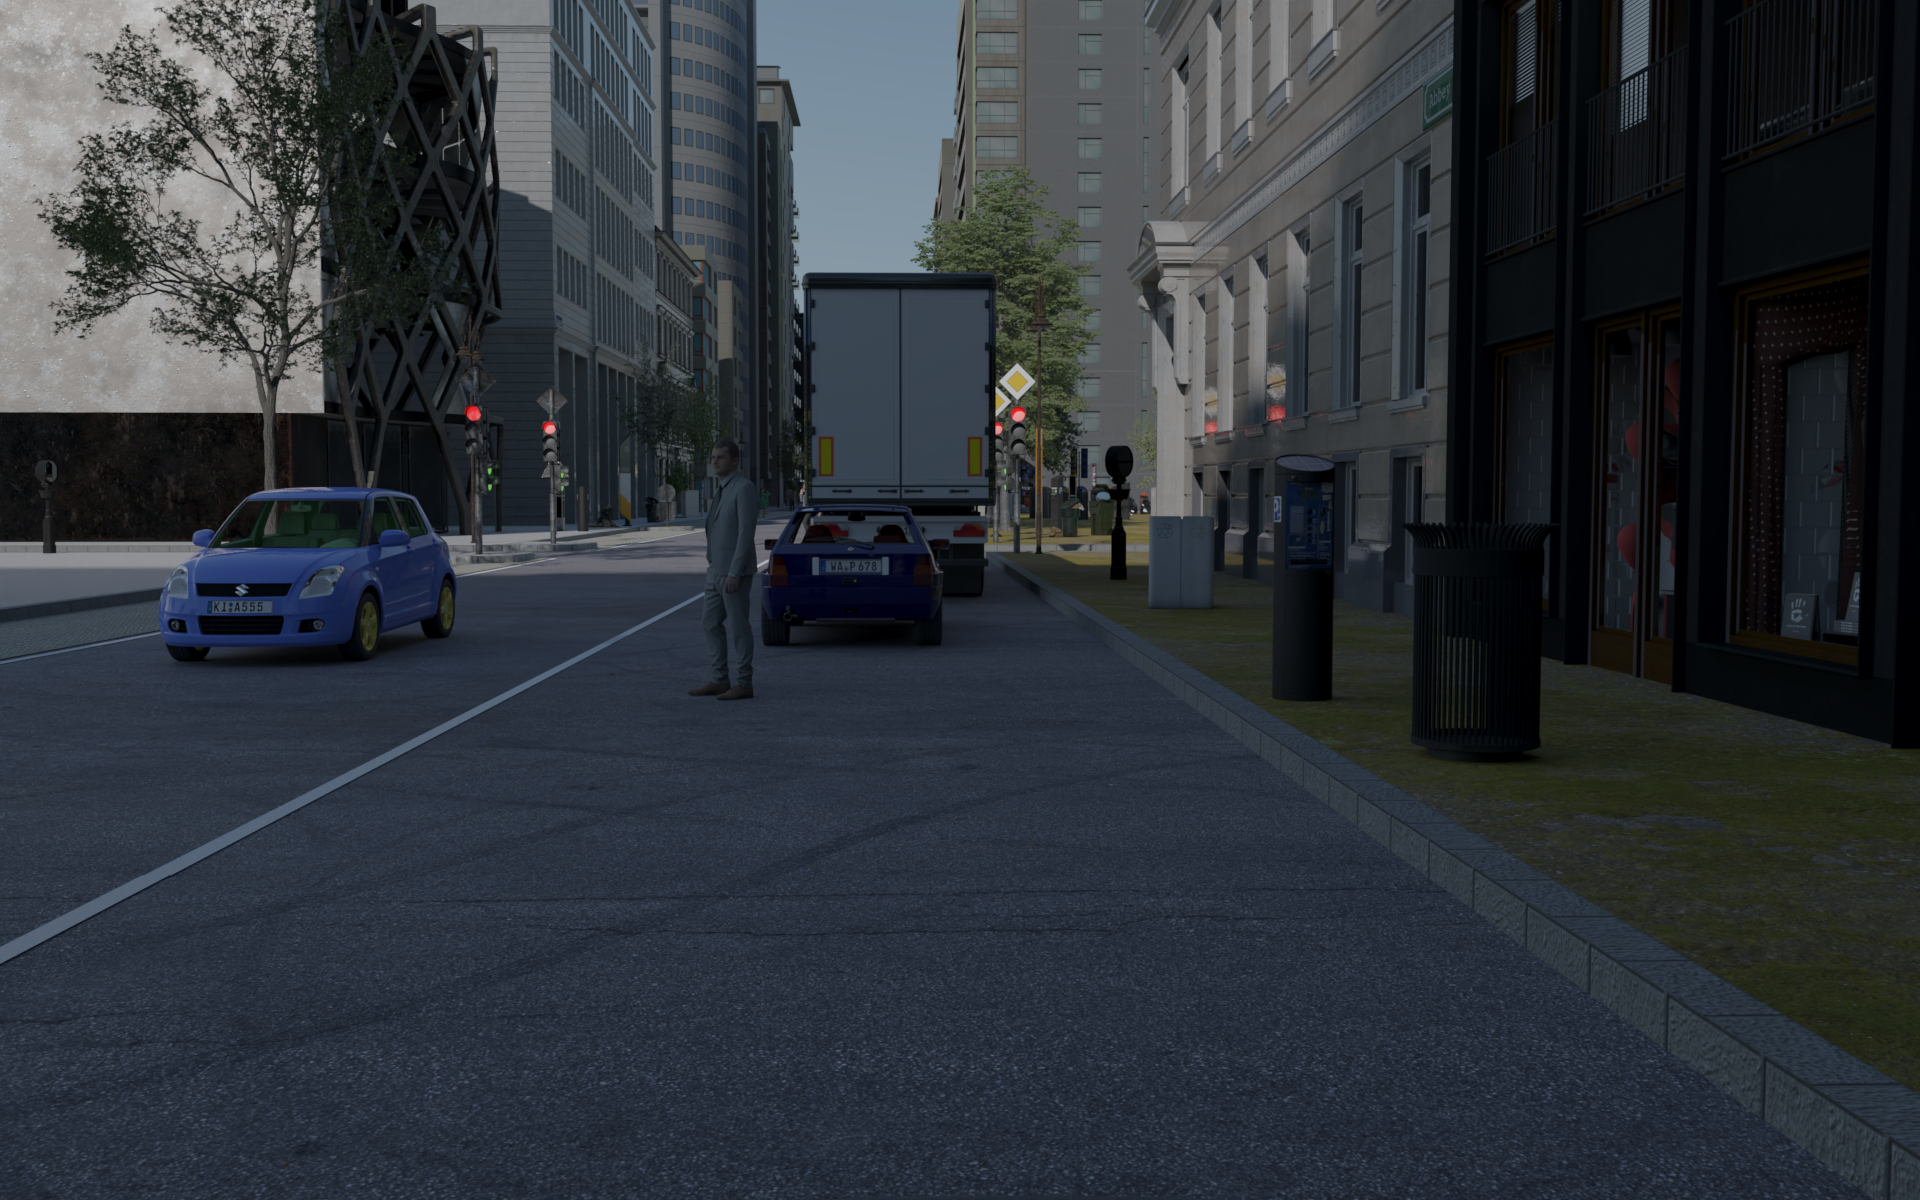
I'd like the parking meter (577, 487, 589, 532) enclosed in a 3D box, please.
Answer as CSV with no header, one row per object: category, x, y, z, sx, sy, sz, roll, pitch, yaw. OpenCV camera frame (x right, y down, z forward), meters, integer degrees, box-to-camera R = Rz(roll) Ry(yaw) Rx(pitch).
parking meter,-12.927,-3.116,59.350,0.372,1.533,0.369,0,3,0

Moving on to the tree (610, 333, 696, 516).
tree,-13.819,-7.862,78.899,4.360,8.622,3.978,0,3,0

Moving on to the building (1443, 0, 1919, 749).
building,10.810,-10.865,7.321,12.332,23.373,15.834,0,4,-2

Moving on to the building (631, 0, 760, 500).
building,-30.624,-37.954,162.550,21.231,58.520,28.212,0,4,-2

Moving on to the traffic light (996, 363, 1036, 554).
traffic light,1.209,-2.957,37.274,0.839,4.253,0.868,0,4,-2

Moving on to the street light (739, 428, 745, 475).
street light,-15.305,-9.096,121.503,0.468,5.910,1.993,0,4,-2

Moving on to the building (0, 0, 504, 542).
building,-23.333,-11.412,54.036,16.820,18.784,16.811,0,4,-2

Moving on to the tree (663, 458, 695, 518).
tree,-15.054,-6.019,93.012,1.663,3.219,1.824,0,3,0

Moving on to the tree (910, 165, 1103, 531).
tree,1.335,-8.689,60.200,7.486,12.596,7.792,0,3,0

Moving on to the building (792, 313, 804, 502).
building,-30.026,-30.547,271.150,14.160,30.474,14.107,0,4,-2

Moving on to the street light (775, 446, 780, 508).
street light,-16.749,-11.418,159.464,0.468,5.910,1.993,0,4,-2

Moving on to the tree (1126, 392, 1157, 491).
tree,13.617,-10.259,118.094,4.737,8.622,4.395,0,3,0

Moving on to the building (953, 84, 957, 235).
building,10.682,-34.222,179.130,23.786,49.044,30.456,0,4,-2

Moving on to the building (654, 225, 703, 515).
building,-22.415,-14.916,108.501,10.561,19.102,19.286,0,4,-2

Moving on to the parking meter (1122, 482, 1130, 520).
parking meter,8.204,-4.904,85.893,0.399,1.863,0.255,2,4,24

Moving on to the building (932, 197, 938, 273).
building,7.156,-36.454,250.650,22.147,44.769,28.867,0,4,-2

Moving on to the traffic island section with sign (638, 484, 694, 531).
traffic island section with sign,-11.404,-3.595,67.400,1.989,1.847,2.006,0,4,-2

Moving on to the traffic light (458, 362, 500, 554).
traffic light,-10.244,-2.931,36.844,0.839,4.253,0.868,0,4,-2

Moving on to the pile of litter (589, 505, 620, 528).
pile of litter,-13.811,-3.236,66.870,1.176,0.858,1.719,-3,4,-36

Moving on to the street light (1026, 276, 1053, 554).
street light,1.689,-3.923,36.927,0.468,5.910,1.993,0,4,-2

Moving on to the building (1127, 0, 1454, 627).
building,10.525,-14.630,25.101,13.634,28.700,20.117,0,4,-2

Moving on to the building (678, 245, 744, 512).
building,-32.011,-17.699,134.423,27.650,21.520,28.899,0,4,-2

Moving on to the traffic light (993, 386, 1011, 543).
traffic light,0.920,-3.445,45.254,0.839,4.253,0.868,0,4,-2

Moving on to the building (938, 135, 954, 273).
building,8.036,-36.796,225.311,21.300,48.544,21.600,0,4,-2

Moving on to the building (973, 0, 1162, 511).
building,7.934,-27.637,135.452,14.154,41.232,14.086,0,4,-2

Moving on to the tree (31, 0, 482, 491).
tree,-12.182,-5.831,29.754,8.767,10.594,7.601,1,4,17

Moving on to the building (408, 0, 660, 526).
building,-22.160,-18.708,83.376,11.434,29.767,29.804,0,4,-2

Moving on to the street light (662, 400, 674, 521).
street light,-13.965,-6.719,82.637,0.468,5.910,1.993,0,4,-2

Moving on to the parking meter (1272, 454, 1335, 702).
parking meter,2.150,-0.149,10.839,0.372,1.533,0.369,0,3,0

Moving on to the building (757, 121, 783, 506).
building,-26.448,-30.627,184.352,14.154,41.232,14.086,0,4,-2

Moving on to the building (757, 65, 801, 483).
building,-34.898,-38.438,217.707,28.713,52.752,27.495,0,4,-2

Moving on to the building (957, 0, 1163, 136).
building,10.712,-32.382,153.150,21.300,48.544,21.600,0,4,-2

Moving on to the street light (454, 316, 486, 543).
street light,-12.676,-4.416,44.991,0.468,5.910,1.993,0,4,-2

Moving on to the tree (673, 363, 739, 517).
tree,-14.592,-9.026,97.935,4.737,8.622,4.395,0,3,0

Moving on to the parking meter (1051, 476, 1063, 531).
parking meter,3.067,-3.004,54.833,0.255,1.863,0.399,2,4,34

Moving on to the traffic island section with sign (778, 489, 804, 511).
traffic island section with sign,-14.205,-8.331,144.846,1.989,1.847,2.006,0,4,-2

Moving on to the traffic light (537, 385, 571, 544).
traffic light,-10.534,-3.419,44.824,0.839,4.253,0.868,0,4,-2

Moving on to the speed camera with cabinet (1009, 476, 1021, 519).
speed camera with cabinet,2.641,-5.822,89.532,0.660,3.252,2.038,1,4,15

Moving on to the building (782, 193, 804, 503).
building,-34.456,-38.444,248.168,23.786,49.044,30.456,0,4,-2
